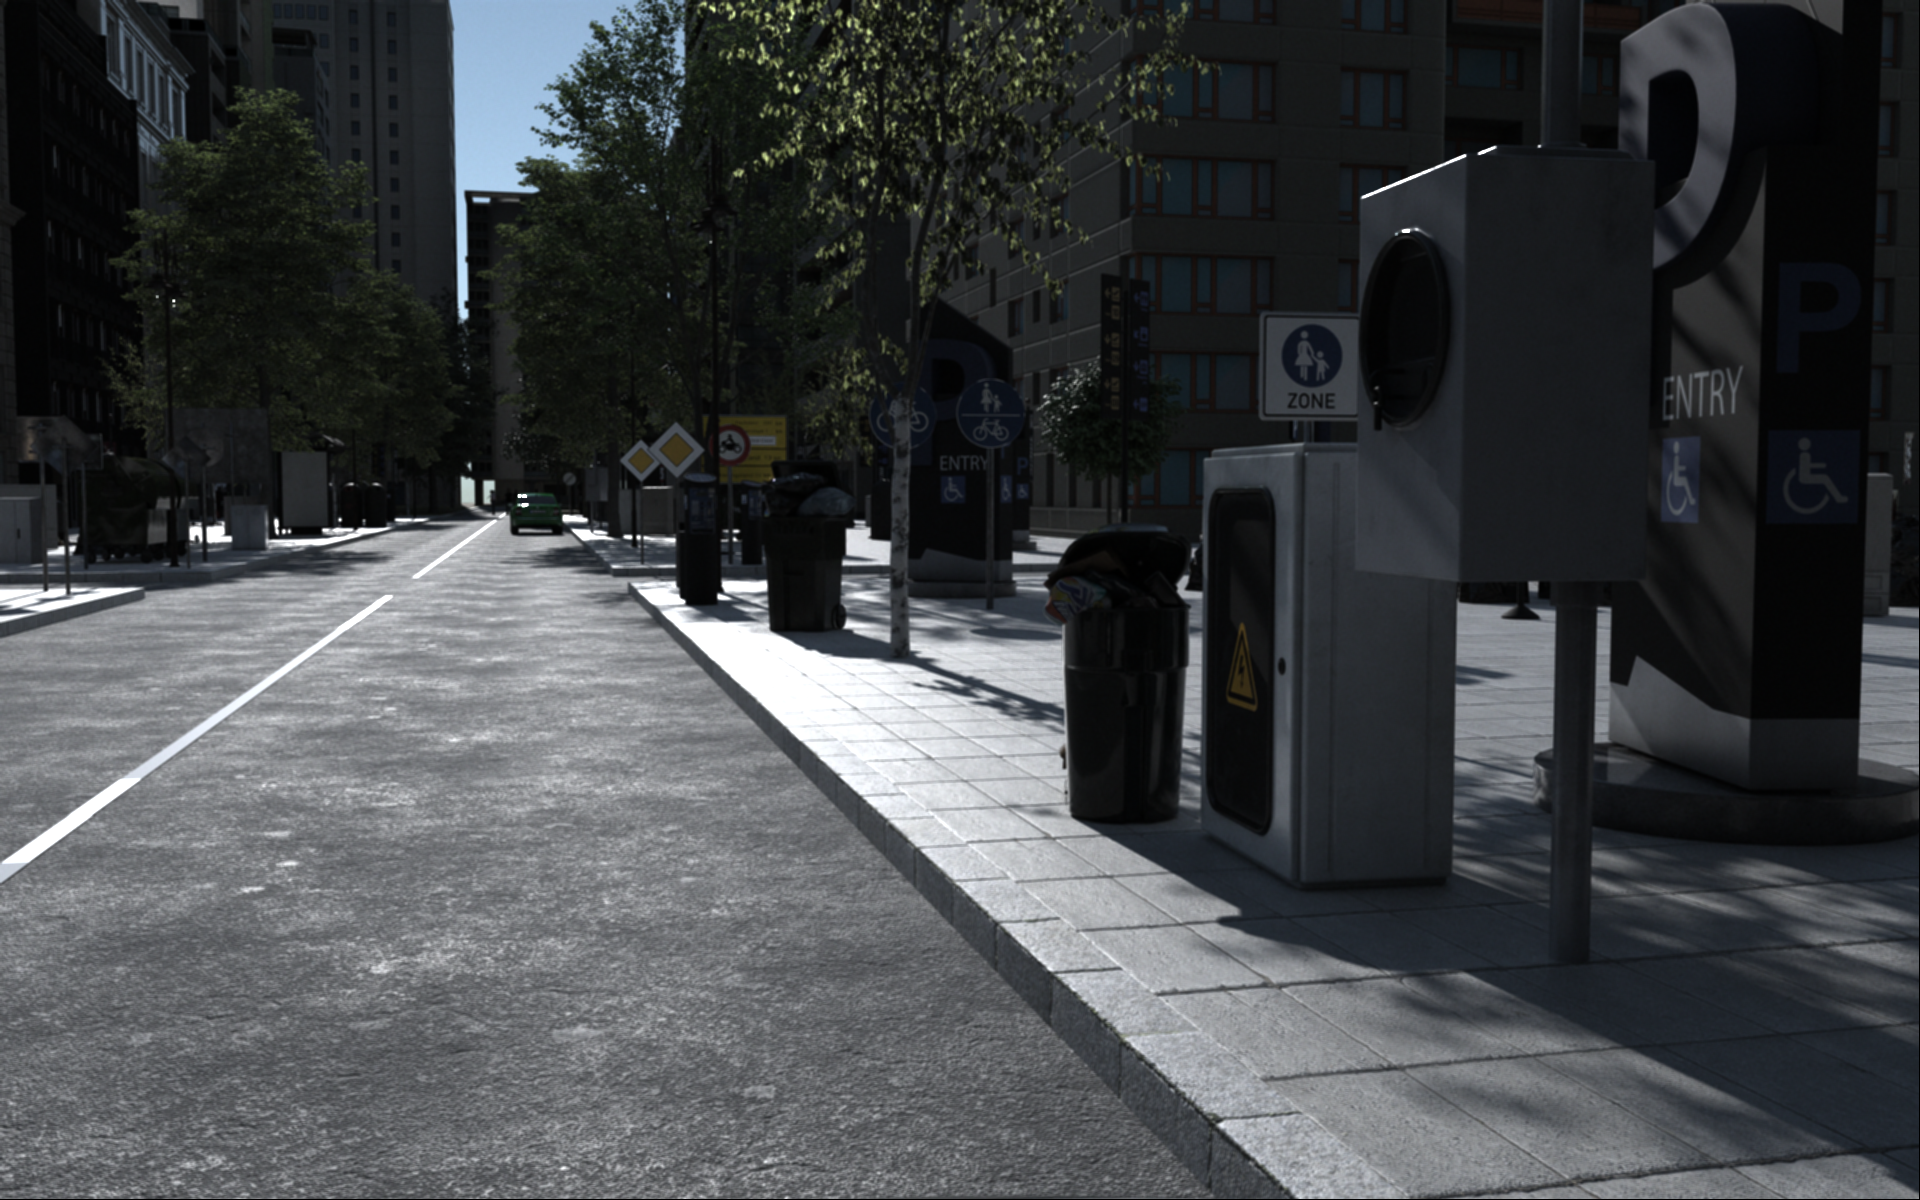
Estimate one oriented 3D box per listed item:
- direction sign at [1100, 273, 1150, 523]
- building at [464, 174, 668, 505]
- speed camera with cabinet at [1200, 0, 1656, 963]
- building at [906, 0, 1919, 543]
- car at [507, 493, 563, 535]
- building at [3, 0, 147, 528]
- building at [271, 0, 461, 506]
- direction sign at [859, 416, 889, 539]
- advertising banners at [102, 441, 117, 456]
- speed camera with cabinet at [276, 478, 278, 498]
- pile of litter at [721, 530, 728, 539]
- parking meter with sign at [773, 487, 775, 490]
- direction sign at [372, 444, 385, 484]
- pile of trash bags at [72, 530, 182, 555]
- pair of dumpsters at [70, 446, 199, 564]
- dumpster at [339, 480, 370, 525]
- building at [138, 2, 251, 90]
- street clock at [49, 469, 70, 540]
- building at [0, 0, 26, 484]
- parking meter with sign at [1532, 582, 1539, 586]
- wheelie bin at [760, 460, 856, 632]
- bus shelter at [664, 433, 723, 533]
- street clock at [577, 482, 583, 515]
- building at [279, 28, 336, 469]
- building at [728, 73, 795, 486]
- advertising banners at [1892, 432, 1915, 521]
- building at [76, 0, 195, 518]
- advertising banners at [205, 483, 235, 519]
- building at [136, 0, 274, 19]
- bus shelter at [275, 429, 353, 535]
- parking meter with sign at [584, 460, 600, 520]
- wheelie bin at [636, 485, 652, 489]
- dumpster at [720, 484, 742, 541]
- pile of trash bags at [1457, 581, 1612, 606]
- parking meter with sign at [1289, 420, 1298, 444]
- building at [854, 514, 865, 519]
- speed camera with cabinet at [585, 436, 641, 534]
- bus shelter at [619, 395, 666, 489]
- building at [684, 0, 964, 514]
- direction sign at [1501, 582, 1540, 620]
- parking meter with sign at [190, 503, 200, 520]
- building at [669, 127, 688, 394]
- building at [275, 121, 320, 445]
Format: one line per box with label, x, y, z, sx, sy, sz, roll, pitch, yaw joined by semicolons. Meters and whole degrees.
direction sign;1.734;-1.603;18.204;0.379;3.537;0.876;3;5;39
building;-47.857;-31.801;211.820;23.993;40.220;32.217;-1;4;-14
speed camera with cabinet;1.352;-0.681;5.470;0.660;3.252;2.038;-1;4;-11
building;15.127;-13.206;60.952;28.899;21.520;27.650;-1;4;-14
car;-15.410;-3.308;62.883;1.959;1.807;4.718;-1;4;-16
building;-40.290;-14.544;67.464;12.332;23.373;15.834;-1;4;-14
building;-72.698;-40.223;199.637;28.212;58.520;21.231;-1;4;-14
direction sign;-2.481;-3.549;50.018;0.876;3.537;0.379;1;4;17
advertising banners;-27.768;-3.781;58.014;0.090;3.025;2.074;2;4;26
speed camera with cabinet;-35.462;-6.009;92.585;2.038;3.252;0.660;-3;5;-44
pile of litter;-7.220;-2.184;49.680;1.176;0.858;1.719;-1;4;-13
parking meter with sign;-11.117;-6.686;105.571;1.738;3.016;0.543;-2;4;-26
direction sign;-26.454;-5.309;78.805;0.379;3.537;0.876;1;4;17
pile of trash bags;-18.038;-1.741;38.219;1.912;1.369;3.447;0;4;-4
pair of dumpsters;-16.030;-1.911;33.733;1.574;2.255;4.437;-1;4;-14
dumpster;-24.419;-3.933;70.070;1.264;1.857;1.865;-1;4;-14
building;-51.214;-20.383;104.966;14.160;30.474;14.107;-1;4;-14
street clock;-24.979;-2.662;48.095;0.471;2.002;0.358;-1;4;-19
building;-35.752;-15.298;47.388;12.463;27.353;25.104;-1;4;-14
parking meter with sign;8.235;-1.679;23.712;0.543;3.016;1.738;0;4;4
wheelie bin;-1.443;-0.514;16.308;0.980;1.594;0.693;1;4;16
bus shelter;-9.209;-4.018;59.611;2.014;3.302;5.546;-1;4;-14
street clock;-23.026;-6.159;105.276;0.471;2.002;0.358;-1;4;-20
building;-63.442;-28.773;154.040;14.086;41.232;14.154;-1;4;-14
building;-9.681;-21.530;123.713;14.160;30.474;14.107;-1;4;-14
advertising banners;26.080;-3.193;48.390;2.074;3.025;0.090;-2;4;-34
building;-46.060;-18.258;84.424;13.634;28.700;20.117;-1;4;-14
advertising banners;-38.324;-5.694;89.282;2.074;3.025;0.090;1;4;12
building;-54.988;-26.588;118.307;14.154;41.232;14.086;-1;4;-14
bus shelter;-21.273;-3.854;56.938;2.014;3.302;5.546;-1;4;-14
parking meter with sign;-18.382;-5.534;86.746;0.543;3.016;1.738;0;4;-1
wheelie bin;-10.791;-3.116;58.847;0.980;1.594;0.693;-2;4;-30
dumpster;-6.293;-2.703;46.682;1.502;2.255;1.985;-1;4;-14
pile of trash bags;7.547;-0.666;20.650;3.447;1.369;1.912;1;4;20
parking meter with sign;6.520;-2.567;38.227;1.738;3.016;0.543;1;4;22
building;2.574;-29.088;99.283;21.300;48.544;21.600;-1;4;-14
speed camera with cabinet;-11.364;-3.825;56.876;2.038;3.252;0.660;2;4;32
bus shelter;-12.376;-5.509;67.704;2.179;5.291;8.768;-1;4;-14
building;-10.662;-31.656;141.273;21.300;48.544;21.600;-1;4;-14
direction sign;5.784;-1.576;17.769;0.379;3.537;0.876;2;4;26
parking meter with sign;-37.885;-5.375;84.145;0.543;3.016;1.738;3;4;37
building;-27.282;-34.121;207.983;14.200;45.320;14.600;-1;4;-14
building;-57.593;-22.088;132.844;14.160;30.474;14.107;-1;4;-14
